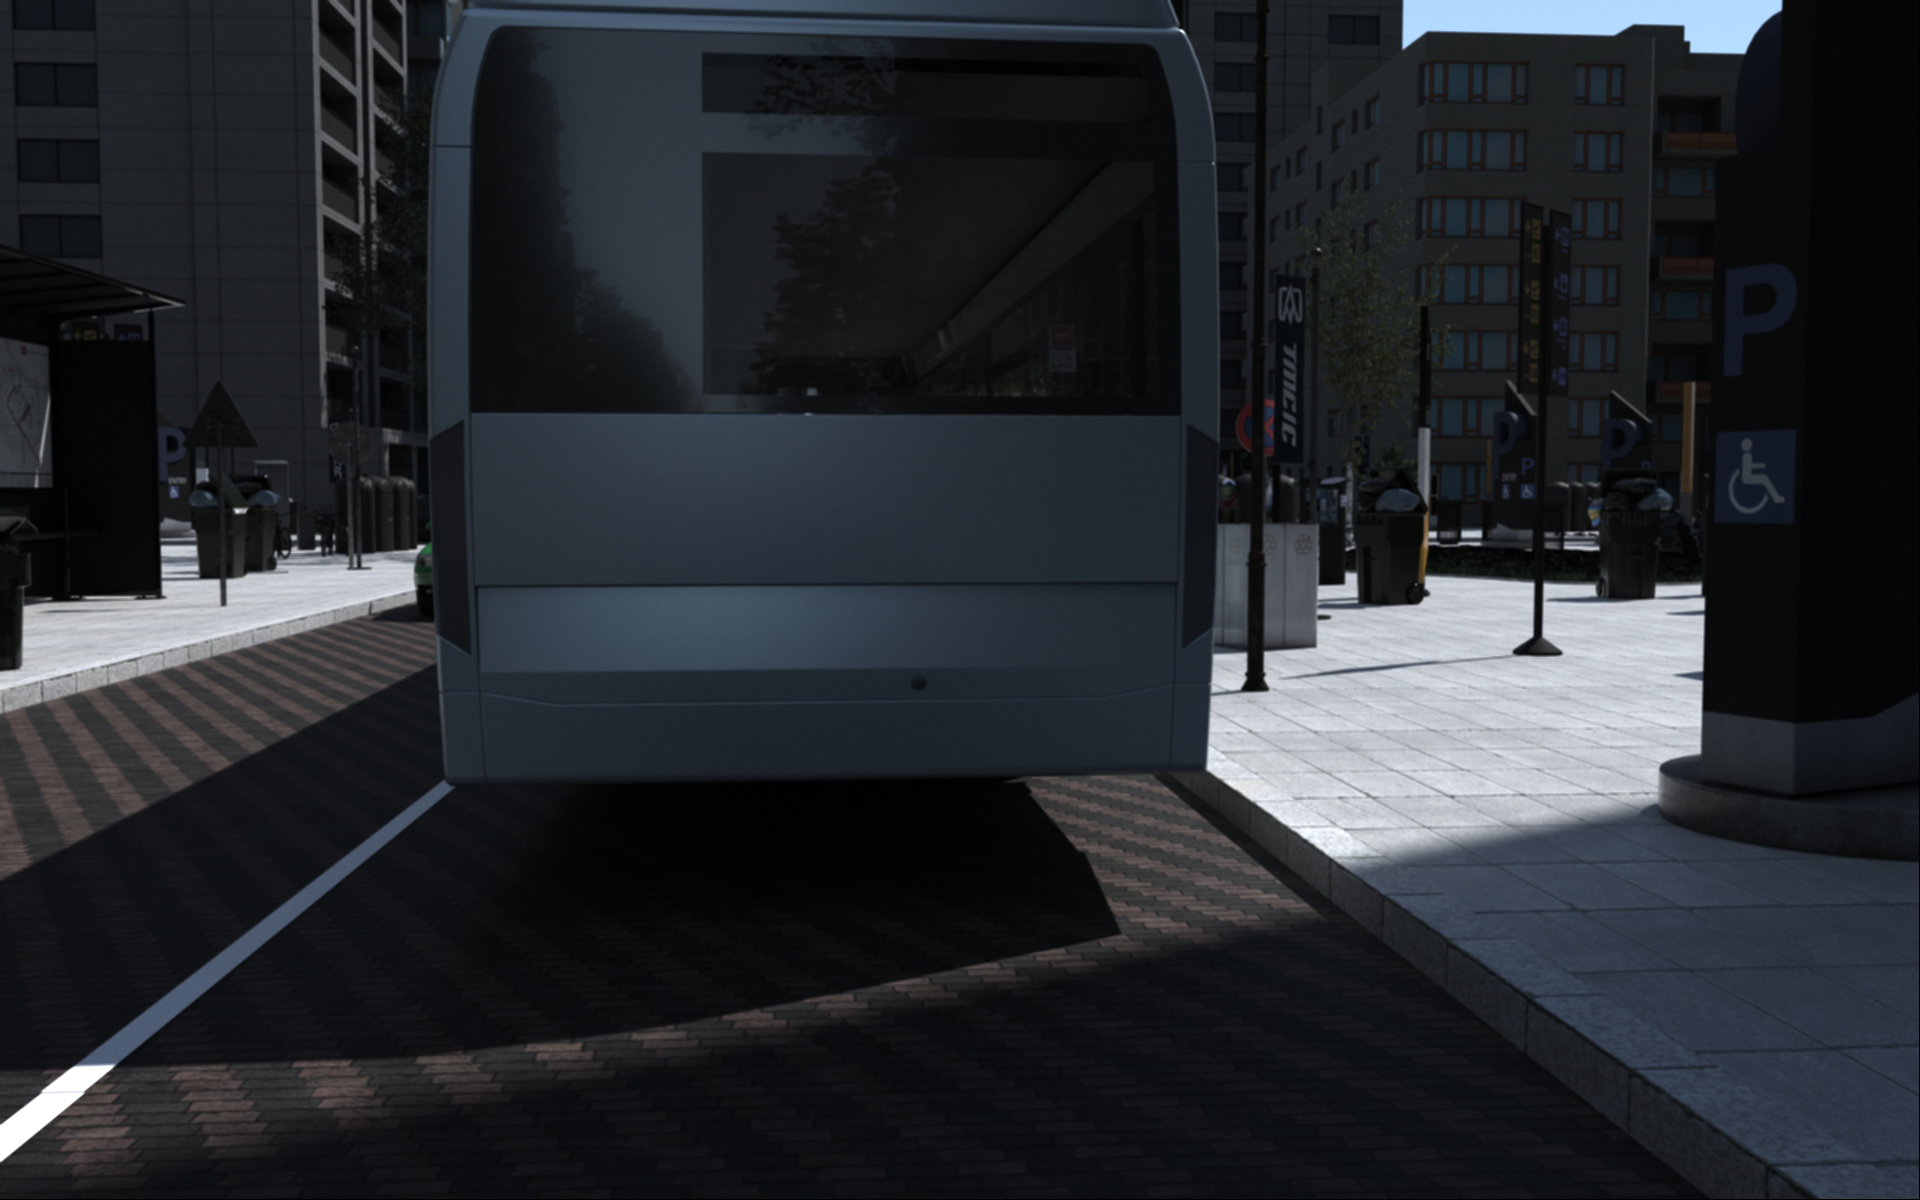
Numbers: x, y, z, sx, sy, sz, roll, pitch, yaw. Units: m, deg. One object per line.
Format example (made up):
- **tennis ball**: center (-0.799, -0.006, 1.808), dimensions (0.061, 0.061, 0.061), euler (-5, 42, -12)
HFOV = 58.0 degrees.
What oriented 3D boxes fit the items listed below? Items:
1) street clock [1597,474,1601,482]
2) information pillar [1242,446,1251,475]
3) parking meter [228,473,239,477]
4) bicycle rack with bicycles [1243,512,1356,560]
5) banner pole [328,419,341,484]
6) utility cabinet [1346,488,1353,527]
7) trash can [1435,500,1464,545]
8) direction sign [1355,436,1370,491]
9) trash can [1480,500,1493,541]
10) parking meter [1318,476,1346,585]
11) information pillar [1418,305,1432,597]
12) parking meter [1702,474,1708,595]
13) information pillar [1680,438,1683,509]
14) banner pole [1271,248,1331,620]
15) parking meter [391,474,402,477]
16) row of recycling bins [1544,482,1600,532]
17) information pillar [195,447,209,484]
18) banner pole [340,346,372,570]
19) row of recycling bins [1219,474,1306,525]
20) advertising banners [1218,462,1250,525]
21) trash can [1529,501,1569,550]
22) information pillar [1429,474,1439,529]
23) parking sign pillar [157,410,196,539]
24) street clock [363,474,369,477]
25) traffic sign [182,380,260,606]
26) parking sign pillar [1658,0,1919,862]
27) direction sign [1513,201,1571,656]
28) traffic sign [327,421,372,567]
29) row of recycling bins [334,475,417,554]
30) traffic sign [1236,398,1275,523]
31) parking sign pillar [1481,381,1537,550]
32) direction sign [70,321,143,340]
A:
- **street clock**: center (23.574, -3.611, 63.614), dimensions (0.358, 2.002, 0.471), euler (3, 5, 43)
- **information pillar**: center (13.117, -5.380, 79.316), dimensions (0.504, 3.616, 0.183), euler (1, 4, 8)
- **parking meter**: center (-20.536, -2.654, 49.108), dimensions (0.255, 1.863, 0.399), euler (0, 4, -5)
- **bicycle rack with bicycles**: center (6.381, -1.203, 33.058), dimensions (2.925, 0.926, 2.852), euler (0, 4, 7)
- **banner pole**: center (-18.124, -3.724, 50.912), dimensions (0.863, 3.779, 0.401), euler (-2, 4, -30)
- **utility cabinet**: center (14.586, -3.483, 65.625), dimensions (0.318, 1.500, 1.173), euler (2, 4, 25)
- **trash can**: center (12.442, -1.981, 44.039), dimensions (0.748, 1.137, 0.748), euler (0, 3, 0)
- **direction sign**: center (15.785, -4.653, 68.069), dimensions (0.379, 3.537, 0.876), euler (-2, 4, -25)
- **trash can**: center (13.300, -1.921, 43.062), dimensions (0.748, 1.137, 0.748), euler (0, 3, 0)
- **parking meter**: center (5.288, -0.990, 24.592), dimensions (0.372, 1.533, 0.369), euler (0, 3, 0)
- **information pillar**: center (5.842, -1.862, 21.805), dimensions (0.183, 3.616, 0.504), euler (1, 4, 22)
- **parking meter**: center (9.599, -0.825, 21.900), dimensions (0.372, 1.533, 0.369), euler (0, 3, 0)
- **information pillar**: center (26.569, -4.420, 63.630), dimensions (0.183, 3.616, 0.504), euler (1, 4, 11)
- **banner pole**: center (3.445, -1.686, 17.586), dimensions (0.863, 3.779, 0.401), euler (-3, 5, -39)
- **parking meter**: center (-16.688, -2.797, 51.442), dimensions (0.255, 1.863, 0.399), euler (1, 4, 14)
- **row of recycling bins**: center (21.310, -3.207, 59.551), dimensions (3.534, 1.692, 1.069), euler (-3, 5, -41)
- **information pillar**: center (-24.347, -3.934, 55.673), dimensions (0.504, 3.616, 0.183), euler (2, 4, 25)
- **banner pole**: center (-10.144, -2.396, 29.185), dimensions (0.401, 3.779, 0.863), euler (-1, 4, -23)
- **row of recycling bins**: center (5.706, -1.783, 36.269), dimensions (3.534, 1.692, 1.069), euler (-3, 4, -37)
- **advertising banners**: center (3.191, -1.760, 24.964), dimensions (2.074, 3.025, 0.090), euler (2, 4, 33)
- **trash can**: center (11.798, -1.411, 34.725), dimensions (0.748, 1.137, 0.748), euler (0, 3, 0)
- **information pillar**: center (17.641, -3.665, 64.421), dimensions (0.304, 2.012, 0.304), euler (1, 4, 18)
- **parking sign pillar**: center (-23.053, -3.787, 50.396), dimensions (1.447, 3.967, 1.447), euler (1, 4, 20)
- **street clock**: center (-21.825, -3.616, 63.696), dimensions (0.358, 2.002, 0.471), euler (-1, 4, -18)
- **traffic sign**: center (-8.431, -1.208, 19.758), dimensions (0.884, 2.594, 0.081), euler (0, 4, 0)
- **parking sign pillar**: center (3.493, -1.110, 6.616), dimensions (1.447, 3.967, 1.447), euler (-2, 4, -27)
- **direction sign**: center (4.634, -1.333, 13.789), dimensions (0.379, 3.537, 0.876), euler (3, 5, 42)
- **traffic sign**: center (-10.706, -1.852, 30.392), dimensions (0.768, 2.556, 0.104), euler (0, 4, -4)
- **row of recycling bins**: center (-13.040, -1.943, 38.881), dimensions (1.069, 1.692, 3.534), euler (0, 4, 1)
- **traffic sign**: center (4.045, -1.405, 23.074), dimensions (0.768, 2.556, 0.104), euler (0, 4, 2)
- **parking sign pillar**: center (12.982, -3.186, 40.558), dimensions (1.447, 3.967, 1.447), euler (-1, 4, -10)
- **direction sign**: center (-11.266, -1.895, 22.974), dimensions (0.876, 3.537, 0.379), euler (-3, 5, -41)
